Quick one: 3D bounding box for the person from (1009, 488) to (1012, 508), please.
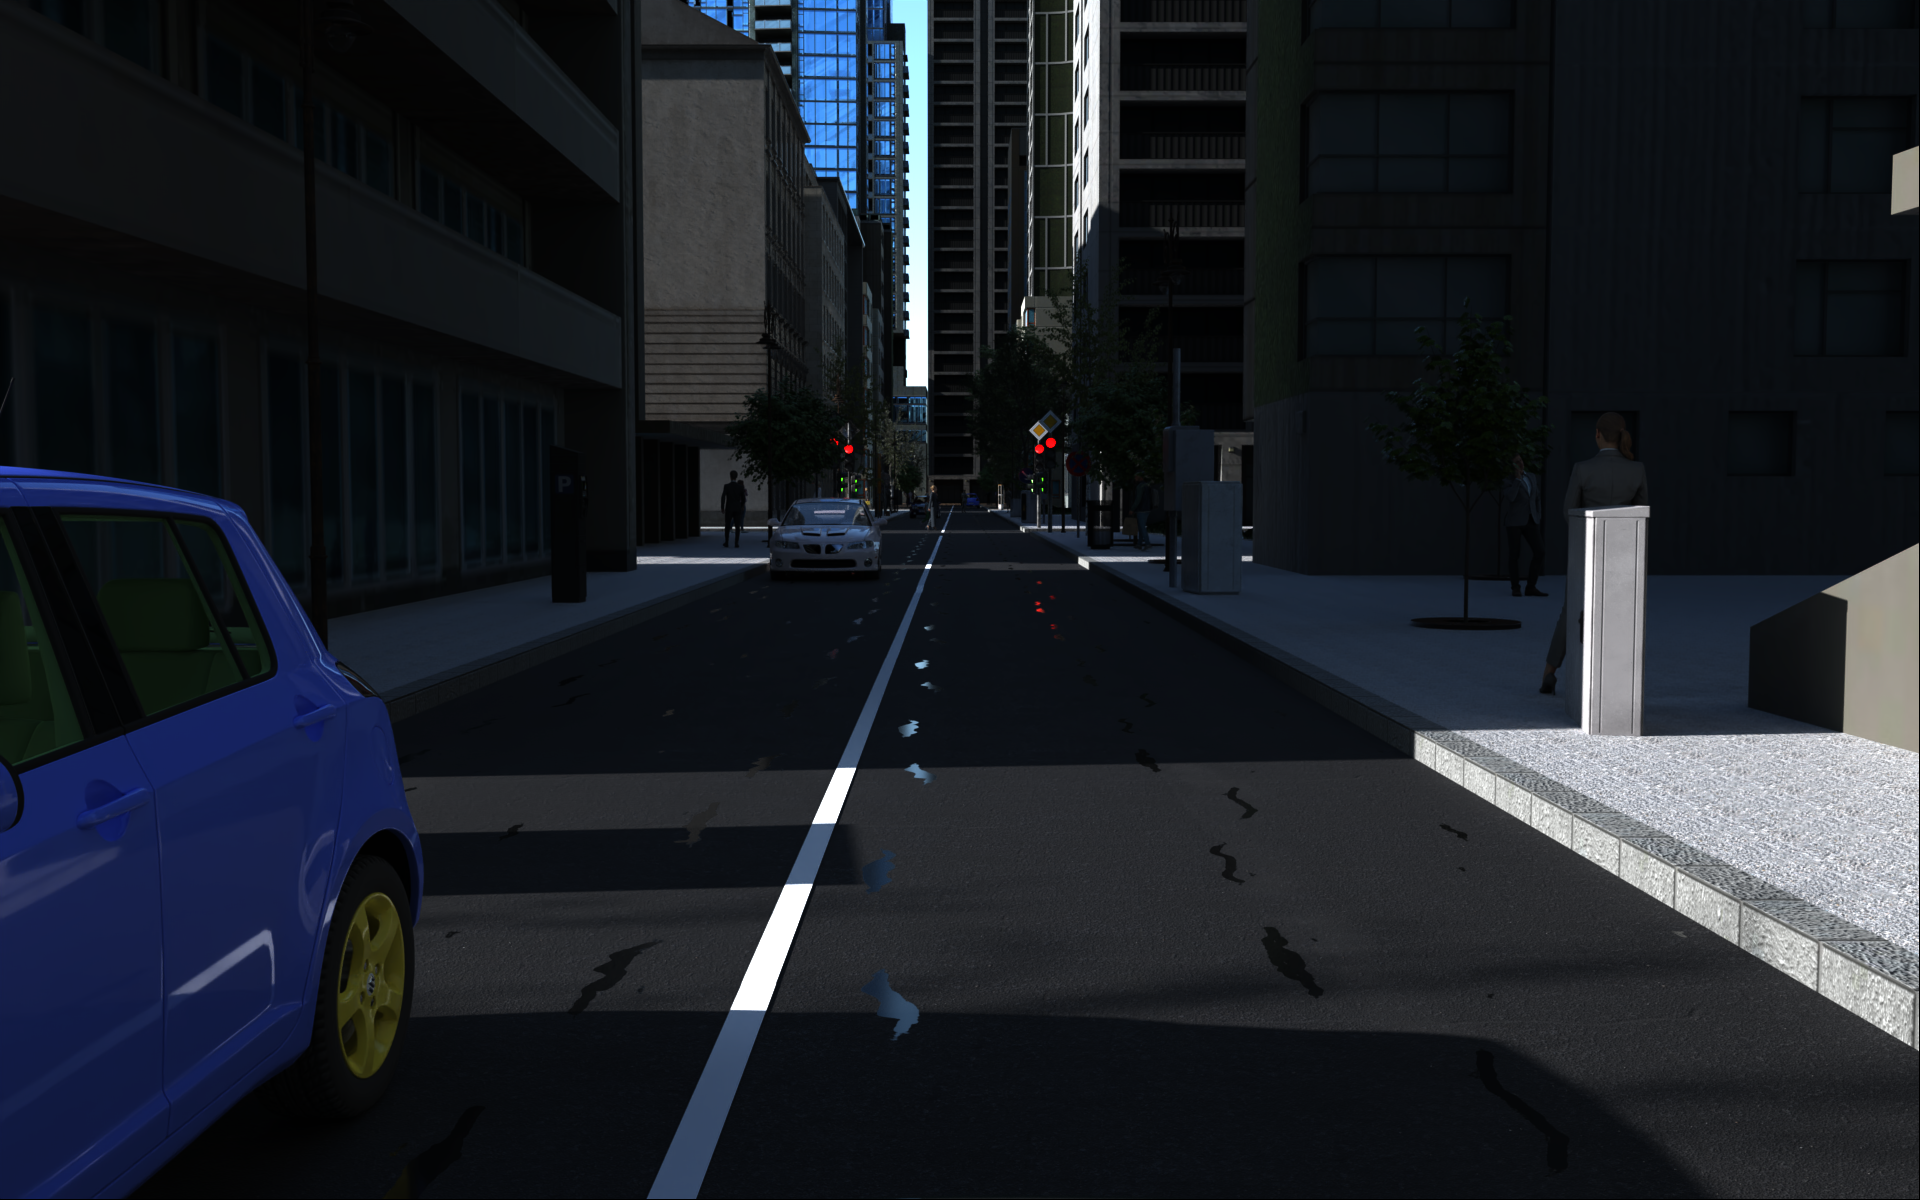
[{"bbox_3d":[4.769,-9.632,163.509,0.705,1.826,1.348,-1,4,-14],"label":"person"}]

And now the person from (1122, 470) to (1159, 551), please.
[{"bbox_3d":[4.038,-2.005,38.809,0.794,1.824,0.713,-3,5,-43],"label":"person"}]

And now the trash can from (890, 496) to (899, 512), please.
[{"bbox_3d":[-4.618,-6.693,121.083,0.748,1.137,0.748,0,3,0],"label":"trash can"}]

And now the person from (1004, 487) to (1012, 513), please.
[{"bbox_3d":[3.360,-6.961,120.203,0.599,1.781,0.374,-1,4,-9],"label":"person"}]

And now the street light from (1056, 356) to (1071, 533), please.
[{"bbox_3d":[3.433,-5.175,57.391,0.468,5.910,1.993,0,3,0],"label":"street light"}]

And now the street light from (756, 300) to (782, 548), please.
[{"bbox_3d":[-4.548,-4.195,41.378,0.468,5.910,1.993,0,3,0],"label":"street light"}]

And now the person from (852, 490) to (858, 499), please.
[{"bbox_3d":[-5.894,-5.537,96.816,0.529,1.795,0.600,2,4,31],"label":"person"}]

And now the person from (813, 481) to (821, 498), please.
[{"bbox_3d":[-5.990,-4.147,73.720,0.818,1.842,0.514,-2,4,-32],"label":"person"}]

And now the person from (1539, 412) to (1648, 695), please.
[{"bbox_3d":[4.009,-0.284,10.959,0.520,1.790,0.573,-1,4,-10],"label":"person"}]

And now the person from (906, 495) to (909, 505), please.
[{"bbox_3d":[-6.172,-12.413,208.981,0.705,1.826,1.348,1,4,19],"label":"person"}]

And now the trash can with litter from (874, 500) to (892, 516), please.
[{"bbox_3d":[-4.510,-5.487,101.104,1.055,1.170,0.624,0,4,-6],"label":"trash can with litter"}]

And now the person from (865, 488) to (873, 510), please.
[{"bbox_3d":[-7.326,-8.133,139.236,0.699,1.804,1.509,1,4,19],"label":"person"}]

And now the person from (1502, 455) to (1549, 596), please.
[{"bbox_3d":[7.080,-0.949,21.738,0.592,1.802,0.473,0,4,-1],"label":"person"}]

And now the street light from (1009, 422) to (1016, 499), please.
[{"bbox_3d":[3.338,-8.389,109.946,0.468,5.910,1.993,0,3,0],"label":"street light"}]

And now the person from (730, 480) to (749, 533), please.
[{"bbox_3d":[-7.303,-3.083,57.037,0.643,1.750,0.593,1,4,10],"label":"person"}]

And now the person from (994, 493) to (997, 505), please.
[{"bbox_3d":[4.167,-11.642,196.256,0.709,1.838,0.599,-2,4,-32],"label":"person"}]

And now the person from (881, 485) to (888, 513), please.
[{"bbox_3d":[-4.941,-6.423,110.860,0.655,1.846,0.447,0,3,0],"label":"person"}]

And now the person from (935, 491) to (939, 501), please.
[{"bbox_3d":[-2.164,-9.104,157.909,0.434,1.755,0.990,1,4,13],"label":"person"}]

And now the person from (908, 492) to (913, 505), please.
[{"bbox_3d":[-5.599,-11.605,196.720,0.756,1.711,0.436,-2,4,-27],"label":"person"}]

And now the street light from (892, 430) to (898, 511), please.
[{"bbox_3d":[-4.719,-9.332,125.362,0.468,5.910,1.993,0,3,0],"label":"street light"}]

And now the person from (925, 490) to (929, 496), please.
[{"bbox_3d":[-2.981,-8.722,151.637,0.617,1.759,0.750,-2,4,-33],"label":"person"}]

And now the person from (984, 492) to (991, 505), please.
[{"bbox_3d":[3.412,-12.418,208.700,1.348,1.869,0.705,3,5,42],"label":"person"}]

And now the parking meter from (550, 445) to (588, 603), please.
[{"bbox_3d":[-4.621,-0.904,20.499,0.399,1.863,0.255,0,4,6],"label":"parking meter"}]

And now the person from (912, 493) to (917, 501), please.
[{"bbox_3d":[-5.808,-12.708,214.640,1.217,1.723,0.721,-2,4,-28],"label":"person"}]

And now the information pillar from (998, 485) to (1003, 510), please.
[{"bbox_3d":[3.243,-8.126,137.344,0.304,2.012,0.304,3,4,38],"label":"information pillar"}]

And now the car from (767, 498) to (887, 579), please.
[{"bbox_3d":[-2.323,-1.117,30.632,2.083,1.381,4.827,0,4,-2],"label":"car"}]

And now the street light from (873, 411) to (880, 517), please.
[{"bbox_3d":[-4.655,-7.521,95.753,0.468,5.910,1.993,0,3,0],"label":"street light"}]

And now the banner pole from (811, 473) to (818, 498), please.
[{"bbox_3d":[-4.348,-3.777,51.770,0.401,3.779,0.863,1,4,11],"label":"banner pole"}]

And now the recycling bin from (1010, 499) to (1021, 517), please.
[{"bbox_3d":[3.208,-5.099,95.917,0.722,1.027,0.722,-1,4,-11],"label":"recycling bin"}]

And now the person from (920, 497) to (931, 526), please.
[{"bbox_3d":[-1.496,-3.938,77.128,0.590,1.304,0.306,-1,4,-11],"label":"person"}]

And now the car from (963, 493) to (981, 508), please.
[{"bbox_3d":[1.125,-10.140,175.374,1.945,1.707,3.694,0,4,1],"label":"car"}]

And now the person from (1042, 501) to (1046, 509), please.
[{"bbox_3d":[6.012,-7.201,124.777,0.522,1.701,0.512,-1,4,-15],"label":"person"}]

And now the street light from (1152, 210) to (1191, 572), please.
[{"bbox_3d":[3.460,-3.410,28.549,0.468,5.910,1.993,0,3,0],"label":"street light"}]

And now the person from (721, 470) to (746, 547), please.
[{"bbox_3d":[-5.497,-2.194,41.698,0.659,1.850,0.755,-1,4,-21],"label":"person"}]

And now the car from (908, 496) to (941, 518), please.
[{"bbox_3d":[-2.079,-5.541,103.169,1.945,1.354,3.894,0,4,2],"label":"car"}]

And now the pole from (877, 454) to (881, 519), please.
[{"bbox_3d":[-4.071,-5.718,87.335,0.158,3.312,0.155,0,3,0],"label":"pole"}]

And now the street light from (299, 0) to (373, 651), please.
[{"bbox_3d":[-4.693,-2.431,12.535,0.468,5.910,1.993,0,3,0],"label":"street light"}]

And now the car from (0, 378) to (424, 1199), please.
[{"bbox_3d":[-2.218,0.419,2.746,1.945,1.707,3.694,0,4,1],"label":"car"}]

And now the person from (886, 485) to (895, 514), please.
[{"bbox_3d":[-4.603,-6.575,113.325,0.755,1.850,0.659,-1,4,-13],"label":"person"}]

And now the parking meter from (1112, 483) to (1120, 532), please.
[{"bbox_3d":[5.244,-3.209,58.175,0.255,1.863,0.399,0,4,2],"label":"parking meter"}]

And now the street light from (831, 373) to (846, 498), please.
[{"bbox_3d":[-4.633,-5.718,66.277,0.468,5.910,1.993,0,3,0],"label":"street light"}]

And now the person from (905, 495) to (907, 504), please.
[{"bbox_3d":[-6.513,-12.896,217.824,0.756,1.711,0.436,0,4,0],"label":"person"}]

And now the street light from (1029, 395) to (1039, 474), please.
[{"bbox_3d":[3.448,-6.620,81.029,0.468,5.910,1.993,0,3,0],"label":"street light"}]

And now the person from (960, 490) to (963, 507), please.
[{"bbox_3d":[0.146,-11.101,189.631,0.705,1.869,1.348,0,4,-8],"label":"person"}]

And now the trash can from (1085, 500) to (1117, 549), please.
[{"bbox_3d":[3.275,-1.755,40.355,0.748,1.137,0.748,0,3,0],"label":"trash can"}]
